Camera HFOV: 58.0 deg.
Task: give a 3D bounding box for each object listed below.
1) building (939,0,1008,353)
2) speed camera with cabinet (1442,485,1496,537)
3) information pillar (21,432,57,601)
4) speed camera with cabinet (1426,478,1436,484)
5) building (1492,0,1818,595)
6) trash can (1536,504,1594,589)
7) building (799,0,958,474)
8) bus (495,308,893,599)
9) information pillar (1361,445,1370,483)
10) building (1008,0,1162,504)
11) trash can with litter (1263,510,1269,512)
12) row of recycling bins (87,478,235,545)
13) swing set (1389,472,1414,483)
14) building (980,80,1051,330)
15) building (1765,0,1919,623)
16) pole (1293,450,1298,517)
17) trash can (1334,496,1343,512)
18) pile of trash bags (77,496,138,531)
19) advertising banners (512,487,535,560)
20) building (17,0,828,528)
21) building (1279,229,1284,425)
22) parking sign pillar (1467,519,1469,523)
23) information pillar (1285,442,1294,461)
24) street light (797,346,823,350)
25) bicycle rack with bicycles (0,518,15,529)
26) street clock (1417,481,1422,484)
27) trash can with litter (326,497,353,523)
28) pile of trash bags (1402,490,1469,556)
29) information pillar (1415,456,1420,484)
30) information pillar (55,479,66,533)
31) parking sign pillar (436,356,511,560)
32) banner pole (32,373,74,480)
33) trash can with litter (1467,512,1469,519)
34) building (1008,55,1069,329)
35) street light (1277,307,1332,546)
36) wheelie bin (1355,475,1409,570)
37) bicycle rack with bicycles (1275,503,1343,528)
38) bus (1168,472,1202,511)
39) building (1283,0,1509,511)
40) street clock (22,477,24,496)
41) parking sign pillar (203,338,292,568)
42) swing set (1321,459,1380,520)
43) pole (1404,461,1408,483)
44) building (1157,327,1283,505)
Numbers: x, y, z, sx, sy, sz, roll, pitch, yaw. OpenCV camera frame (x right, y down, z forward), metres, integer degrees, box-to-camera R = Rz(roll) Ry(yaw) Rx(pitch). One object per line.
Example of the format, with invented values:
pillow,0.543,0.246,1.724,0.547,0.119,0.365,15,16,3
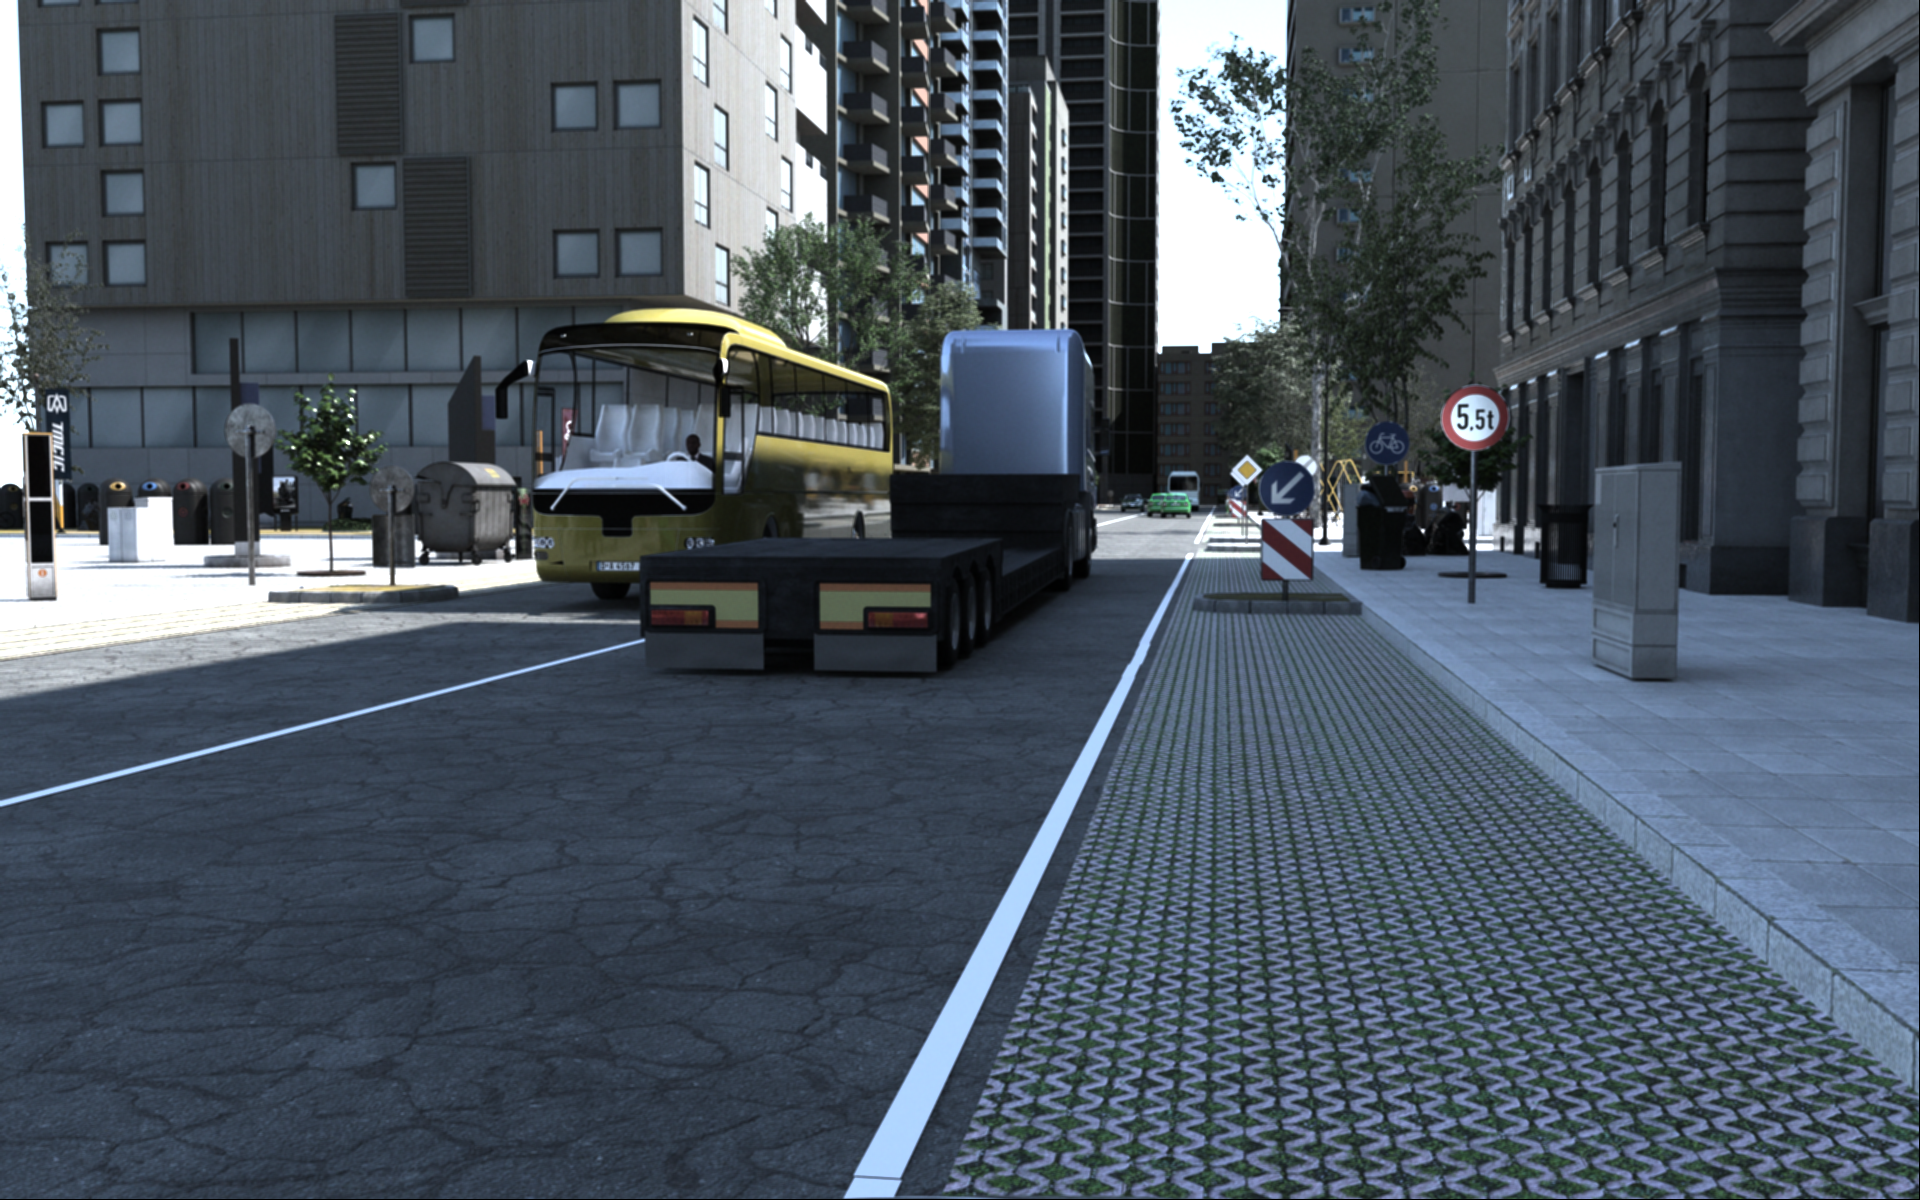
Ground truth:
building,-6.609,-50.864,144.292,22.319,86.520,31.000,1,4,9
speed camera with cabinet,15.651,-3.542,52.249,2.038,3.252,0.660,0,4,-1
information pillar,-11.089,-1.001,20.862,0.304,2.012,0.304,-2,4,-33
speed camera with cabinet,34.061,-7.867,122.962,2.038,3.252,0.660,-2,4,-26
building,15.500,-11.032,29.518,9.793,20.994,18.267,1,4,9
trash can,8.257,-0.735,23.677,0.748,1.137,0.748,0,3,0
building,-12.178,-28.044,113.136,22.147,44.769,28.867,1,4,9
bus,-3.339,-2.151,26.717,2.896,3.916,12.252,0,4,8
information pillar,19.224,-5.557,82.210,0.504,3.616,0.183,-2,4,-28
building,15.073,-47.991,222.901,20.611,71.187,20.563,1,4,9
trash can with litter,22.464,-6.987,125.626,1.055,1.170,0.624,1,4,13
row of recycling bins,-20.059,-2.259,44.050,3.534,1.692,1.069,0,4,-5
swing set,30.832,-7.672,123.050,3.119,2.851,2.862,1,4,10
building,1.035,-29.583,167.281,14.154,41.232,14.086,1,4,9
building,13.334,-11.097,10.318,11.050,23.489,19.941,1,4,9
pole,15.450,-5.259,79.829,0.158,3.312,0.155,0,3,0
trash can,27.363,-6.933,125.002,0.748,1.137,0.748,0,3,0
pile of trash bags,-29.193,-3.106,60.531,3.447,1.369,1.912,2,4,33
advertising banners,-8.244,-2.345,34.535,0.090,3.025,2.074,2,4,25
building,-21.524,-29.880,77.776,28.713,52.752,27.495,1,4,9
building,41.846,-25.519,188.941,14.160,30.474,14.107,1,4,9
parking sign pillar,22.987,-5.354,76.004,1.447,3.967,1.447,-2,4,-30
information pillar,14.846,-5.311,78.196,0.183,3.616,0.504,-2,4,-30
street light,-4.981,-5.006,54.386,1.470,5.913,1.316,1,4,9
bicycle rack with bicycles,-35.981,-2.991,62.285,2.925,0.926,2.852,0,4,-7
street clock,25.826,-5.677,97.394,0.358,2.002,0.471,0,4,4
trash can with litter,-22.907,-3.205,63.796,1.055,1.170,0.624,-1,4,-23
pile of trash bags,9.854,-1.701,37.572,1.912,1.369,3.447,0,4,6
information pillar,26.503,-6.666,100.343,0.183,3.616,0.504,-1,4,-10
information pillar,-29.530,-3.999,56.740,0.183,3.616,0.504,-3,5,-44
parking sign pillar,-9.699,-2.810,34.412,1.447,3.967,1.447,-3,5,-39
banner pole,-18.980,-2.822,36.155,0.863,3.779,0.401,-3,5,-41
trash can with litter,27.598,-4.841,90.202,2.233,1.210,1.678,1,4,14
building,0.476,-34.667,190.503,21.600,48.544,21.300,1,4,9
street light,8.580,-4.320,43.170,1.470,5.913,1.316,1,4,9
wheelie bin,7.130,-1.317,29.436,0.980,1.594,0.693,-2,4,-35
bicycle rack with bicycles,13.528,-3.268,66.810,2.925,0.926,2.852,-1,4,-11
bus,19.229,-9.396,148.492,2.948,3.499,13.247,0,4,8
building,37.701,-31.678,141.645,21.300,48.544,21.600,1,4,9
street clock,-39.109,-4.155,72.510,0.358,2.002,0.471,-2,4,-30
parking sign pillar,-12.656,-2.581,30.664,1.447,3.967,1.447,-1,4,-22
swing set,17.601,-5.014,79.594,2.862,2.851,3.119,0,4,3
pole,27.321,-6.873,106.217,0.158,3.312,0.155,0,3,0
building,40.602,-23.193,224.241,28.899,21.520,27.650,1,4,9
